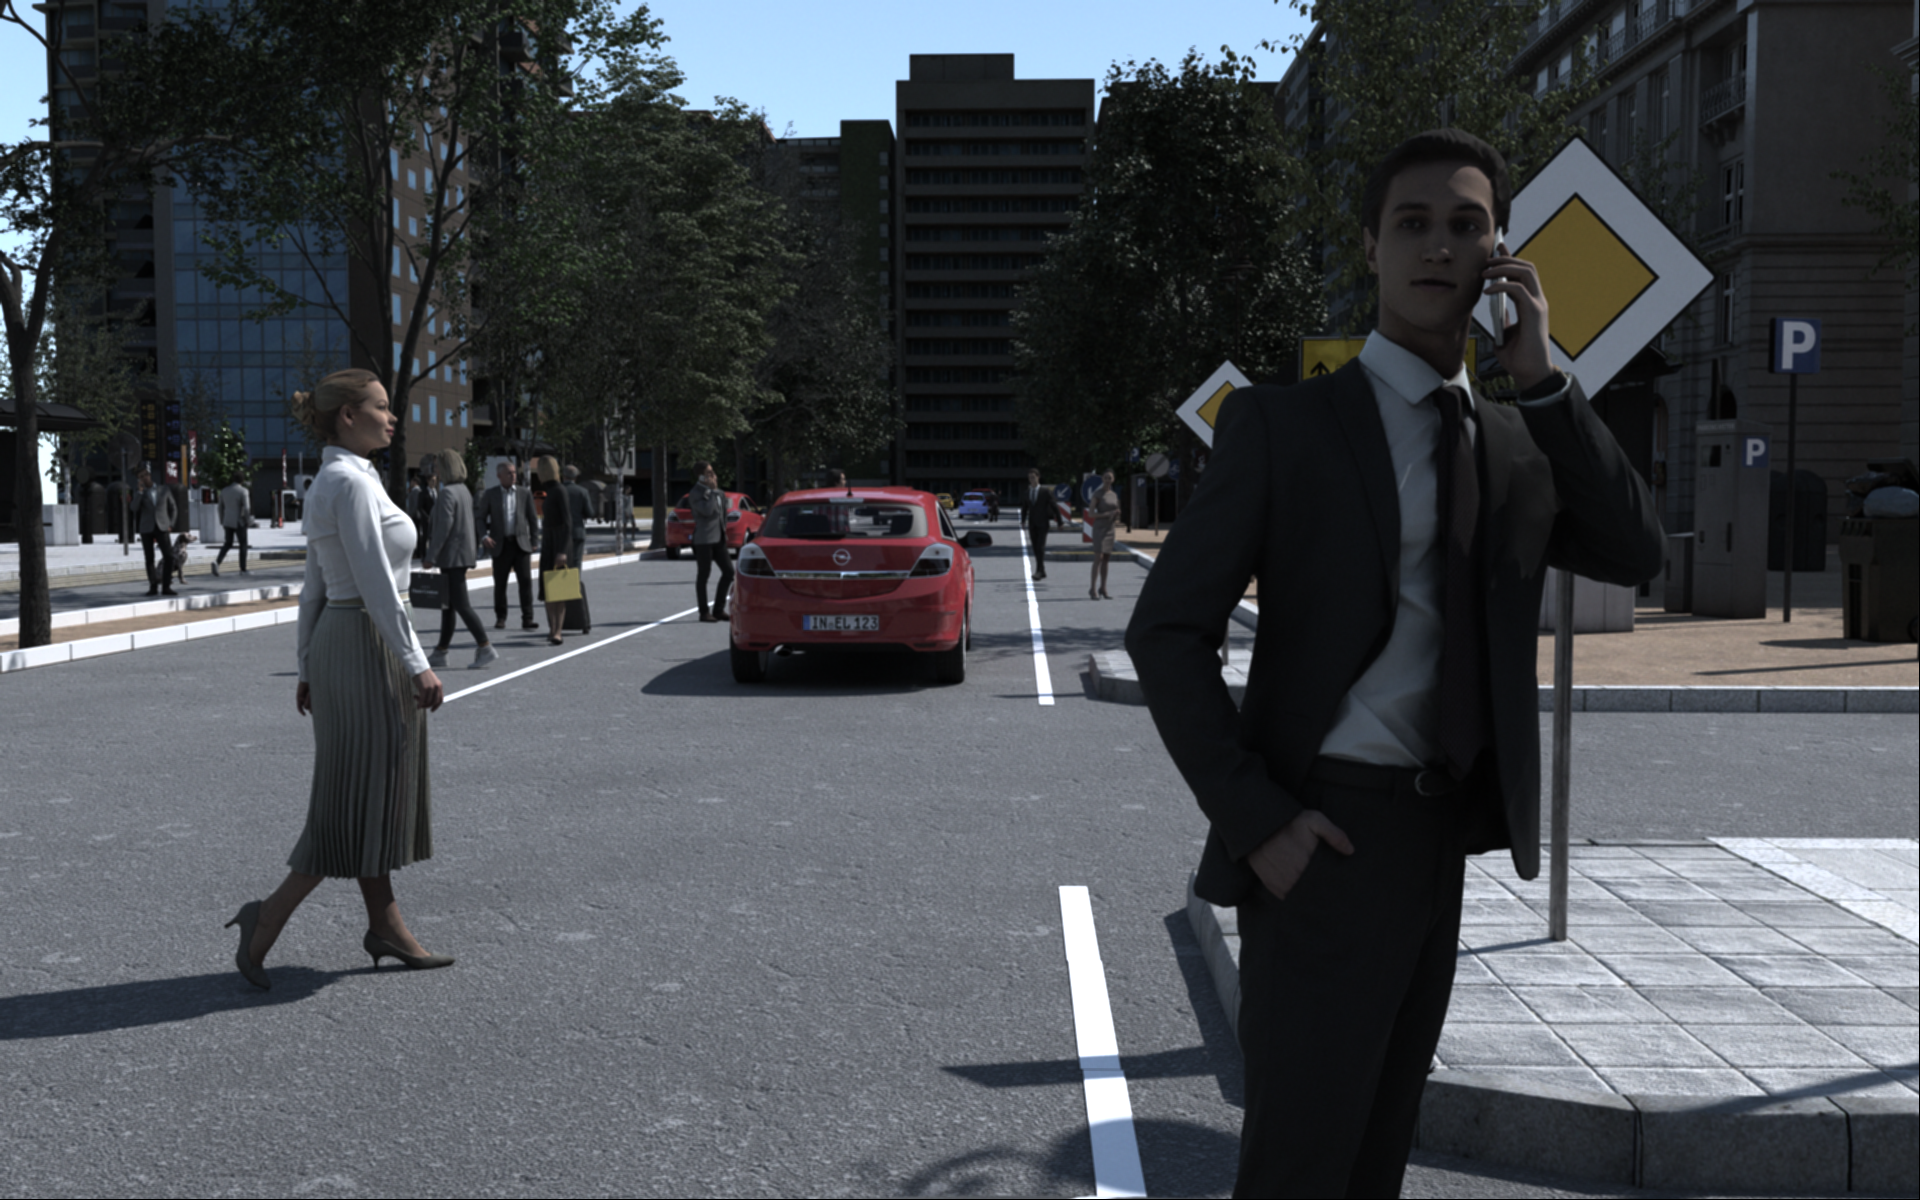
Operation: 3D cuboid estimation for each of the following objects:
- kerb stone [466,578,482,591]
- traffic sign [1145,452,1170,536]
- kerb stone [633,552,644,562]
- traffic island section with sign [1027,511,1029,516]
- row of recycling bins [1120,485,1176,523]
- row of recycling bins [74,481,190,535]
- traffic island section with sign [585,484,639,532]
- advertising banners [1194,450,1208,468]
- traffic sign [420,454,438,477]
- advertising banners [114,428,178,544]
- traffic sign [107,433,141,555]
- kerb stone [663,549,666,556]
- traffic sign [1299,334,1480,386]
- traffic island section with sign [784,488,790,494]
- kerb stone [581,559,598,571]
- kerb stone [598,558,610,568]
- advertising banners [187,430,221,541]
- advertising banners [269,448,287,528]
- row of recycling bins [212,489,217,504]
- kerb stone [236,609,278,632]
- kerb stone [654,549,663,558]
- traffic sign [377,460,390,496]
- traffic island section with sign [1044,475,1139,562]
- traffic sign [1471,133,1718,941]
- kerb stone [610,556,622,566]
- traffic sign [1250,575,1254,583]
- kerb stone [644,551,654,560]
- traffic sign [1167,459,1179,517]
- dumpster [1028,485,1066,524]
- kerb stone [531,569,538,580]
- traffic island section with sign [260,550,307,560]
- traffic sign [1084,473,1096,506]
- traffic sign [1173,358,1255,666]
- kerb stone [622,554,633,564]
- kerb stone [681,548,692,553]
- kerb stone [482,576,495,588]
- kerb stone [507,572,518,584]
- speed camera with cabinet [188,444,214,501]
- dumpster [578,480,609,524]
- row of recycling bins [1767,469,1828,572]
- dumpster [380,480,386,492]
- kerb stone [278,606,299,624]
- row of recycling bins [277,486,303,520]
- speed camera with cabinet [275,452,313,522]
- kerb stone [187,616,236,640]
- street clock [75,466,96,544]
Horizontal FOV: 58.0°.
[{"bbox_3d":[-7.329,-0.210,25.625,0.120,0.150,1.000,0,4,2],"label":"kerb stone"},{"bbox_3d":[6.046,-3.245,53.163,0.768,2.556,0.104,0,4,3],"label":"traffic sign"},{"bbox_3d":[-6.963,-0.890,36.900,0.120,0.150,1.000,0,4,2],"label":"kerb stone"},{"bbox_3d":[5.341,-6.487,114.685,1.989,1.847,2.006,0,4,2],"label":"traffic island section with sign"},{"bbox_3d":[8.965,-4.352,78.262,3.534,1.692,1.069,-1,4,-17],"label":"row of recycling bins"},{"bbox_3d":[-26.707,-2.990,55.999,1.069,1.692,3.534,3,5,40],"label":"row of recycling bins"},{"bbox_3d":[-13.243,-3.481,65.544,1.989,1.847,2.006,0,4,2],"label":"traffic island section with sign"},{"bbox_3d":[10.329,-4.437,68.730,2.074,3.025,0.090,1,4,8],"label":"advertising banners"},{"bbox_3d":[-16.628,-3.325,54.466,0.768,2.556,0.104,0,4,8],"label":"traffic sign"},{"bbox_3d":[-21.248,-3.008,45.375,0.090,3.025,2.074,2,4,26],"label":"advertising banners"},{"bbox_3d":[-17.433,-2.203,36.132,0.768,2.556,0.104,1,4,9],"label":"traffic sign"},{"bbox_3d":[-6.862,-1.087,39.972,0.120,0.150,1.000,0,4,2],"label":"kerb stone"},{"bbox_3d":[5.491,-1.738,22.286,2.265,3.308,0.079,0,4,5],"label":"traffic sign"},{"bbox_3d":[-11.603,-6.541,115.574,1.989,1.847,2.006,0,4,2],"label":"traffic island section with sign"},{"bbox_3d":[-7.093,-0.646,32.798,0.120,0.150,1.000,0,4,2],"label":"kerb stone"},{"bbox_3d":[-7.060,-0.711,33.823,0.120,0.150,1.000,0,4,2],"label":"kerb stone"},{"bbox_3d":[-20.951,-3.180,48.176,0.090,3.025,2.074,0,4,2],"label":"advertising banners"},{"bbox_3d":[-25.720,-4.234,65.411,0.090,3.025,2.074,0,4,-4],"label":"advertising banners"},{"bbox_3d":[-33.805,-4.484,80.428,1.069,1.692,3.534,-3,5,-42],"label":"row of recycling bins"},{"bbox_3d":[-7.567,0.230,18.459,0.120,0.150,1.000,0,4,2],"label":"kerb stone"},{"bbox_3d":[-6.888,-1.020,38.951,0.120,0.150,1.000,0,4,2],"label":"kerb stone"},{"bbox_3d":[-20.316,-3.750,61.412,0.768,2.556,0.104,1,4,11],"label":"traffic sign"},{"bbox_3d":[2.825,-1.770,37.570,1.989,1.847,2.006,0,4,2],"label":"traffic island section with sign"},{"bbox_3d":[1.720,-0.079,4.928,0.795,2.450,0.064,0,4,2],"label":"traffic sign"},{"bbox_3d":[-7.033,-0.773,34.845,0.120,0.150,1.000,0,4,2],"label":"kerb stone"},{"bbox_3d":[4.218,-1.521,24.974,0.768,2.556,0.104,1,4,10],"label":"traffic sign"},{"bbox_3d":[-6.928,-0.959,37.921,0.120,0.150,1.000,0,4,2],"label":"kerb stone"},{"bbox_3d":[7.879,-3.834,62.793,0.768,2.556,0.104,0,4,5],"label":"traffic sign"},{"bbox_3d":[4.113,-4.485,81.551,1.865,1.857,1.264,0,4,0],"label":"dumpster"},{"bbox_3d":[-7.238,-0.396,28.694,0.120,0.150,1.000,0,4,2],"label":"kerb stone"},{"bbox_3d":[-14.134,-1.820,38.383,1.989,1.847,2.006,0,4,2],"label":"traffic island section with sign"},{"bbox_3d":[6.309,-5.020,84.213,0.606,2.300,0.079,1,4,11],"label":"traffic sign"},{"bbox_3d":[1.981,-0.567,12.909,0.795,2.450,0.064,0,4,2],"label":"traffic sign"},{"bbox_3d":[-6.993,-0.837,35.875,0.120,0.150,1.000,0,4,2],"label":"kerb stone"},{"bbox_3d":[-6.754,-1.269,43.038,0.120,0.150,1.000,0,4,2],"label":"kerb stone"},{"bbox_3d":[-7.302,-0.268,26.647,0.120,0.150,1.000,0,4,2],"label":"kerb stone"},{"bbox_3d":[-7.265,-0.335,27.672,0.120,0.150,1.000,0,4,2],"label":"kerb stone"},{"bbox_3d":[-30.420,-4.526,68.333,2.038,3.252,0.660,2,4,25],"label":"speed camera with cabinet"},{"bbox_3d":[-15.834,-4.198,74.401,1.264,1.857,1.865,0,4,2],"label":"dumpster"},{"bbox_3d":[13.997,-1.414,30.235,1.069,1.692,3.534,0,4,2],"label":"row of recycling bins"},{"bbox_3d":[-19.244,-3.201,54.824,1.502,2.255,1.985,0,4,2],"label":"dumpster"},{"bbox_3d":[-7.532,0.167,19.481,0.120,0.150,1.000,0,4,2],"label":"kerb stone"},{"bbox_3d":[-32.422,-4.880,86.901,3.534,1.692,1.069,-1,4,-16],"label":"row of recycling bins"},{"bbox_3d":[-31.211,-5.303,81.047,0.660,3.252,2.038,2,4,24],"label":"speed camera with cabinet"},{"bbox_3d":[-7.602,0.293,17.437,0.120,0.150,1.000,0,4,2],"label":"kerb stone"},{"bbox_3d":[-22.538,-2.453,44.671,0.471,2.002,0.358,1,4,15],"label":"street clock"}]
